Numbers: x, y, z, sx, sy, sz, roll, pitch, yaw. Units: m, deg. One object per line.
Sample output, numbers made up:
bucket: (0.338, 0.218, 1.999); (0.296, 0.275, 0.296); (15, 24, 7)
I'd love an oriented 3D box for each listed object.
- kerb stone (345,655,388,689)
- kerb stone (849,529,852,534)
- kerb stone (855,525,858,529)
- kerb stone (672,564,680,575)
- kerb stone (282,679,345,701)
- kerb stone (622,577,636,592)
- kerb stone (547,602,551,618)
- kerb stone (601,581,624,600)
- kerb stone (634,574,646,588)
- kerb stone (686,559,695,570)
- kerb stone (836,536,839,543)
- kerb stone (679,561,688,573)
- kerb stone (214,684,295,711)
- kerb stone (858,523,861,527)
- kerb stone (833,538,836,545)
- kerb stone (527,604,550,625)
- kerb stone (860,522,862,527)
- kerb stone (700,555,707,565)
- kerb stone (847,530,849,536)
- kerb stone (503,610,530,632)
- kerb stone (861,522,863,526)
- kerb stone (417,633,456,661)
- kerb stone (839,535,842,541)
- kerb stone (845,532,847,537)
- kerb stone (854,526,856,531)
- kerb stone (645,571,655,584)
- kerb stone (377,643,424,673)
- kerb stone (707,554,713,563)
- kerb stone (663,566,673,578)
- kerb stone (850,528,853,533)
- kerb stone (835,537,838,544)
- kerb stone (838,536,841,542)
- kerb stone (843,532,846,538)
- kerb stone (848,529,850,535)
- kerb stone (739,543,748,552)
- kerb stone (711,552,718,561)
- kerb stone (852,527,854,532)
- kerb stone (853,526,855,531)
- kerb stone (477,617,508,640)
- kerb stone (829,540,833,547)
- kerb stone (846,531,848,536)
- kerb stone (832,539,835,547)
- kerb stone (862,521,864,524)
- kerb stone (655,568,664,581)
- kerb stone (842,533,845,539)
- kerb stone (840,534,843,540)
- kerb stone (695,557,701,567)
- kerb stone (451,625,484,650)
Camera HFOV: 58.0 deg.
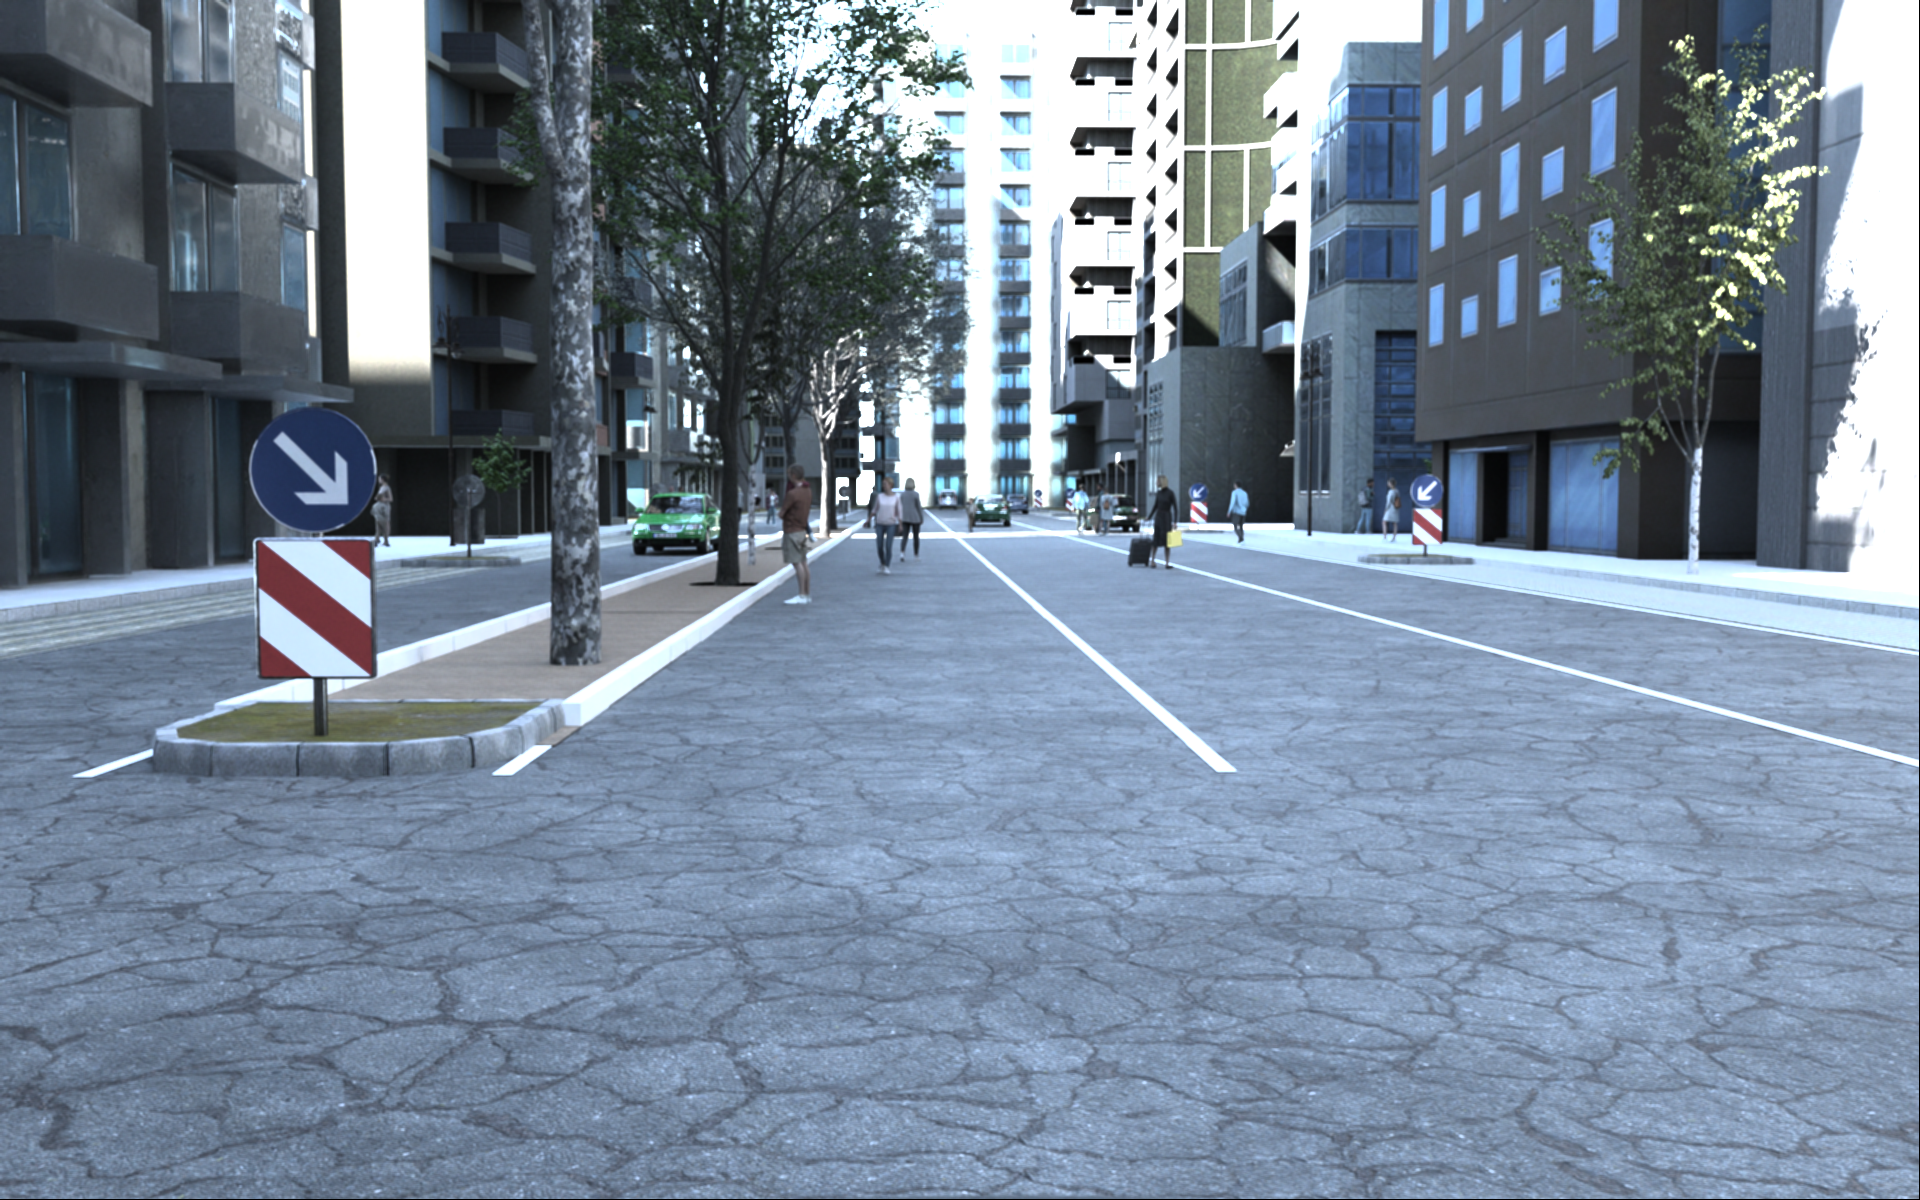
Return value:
kerb stone: (-4.564, 0.558, 13.126); (0.120, 0.150, 1.000); (0, 4, -2)
kerb stone: (-3.873, -2.258, 59.282); (0.120, 0.150, 1.000); (0, 4, -2)
kerb stone: (-4.088, -2.707, 66.460); (0.120, 0.150, 1.000); (0, 4, -2)
kerb stone: (-5.102, -0.511, 30.543); (0.120, 0.150, 1.000); (0, 4, -2)
kerb stone: (-4.540, 0.617, 12.104); (0.120, 0.150, 1.000); (0, 4, -2)
kerb stone: (-4.936, -0.197, 25.421); (0.120, 0.150, 1.000); (0, 4, -2)
kerb stone: (-4.784, 0.115, 20.312); (0.120, 0.150, 1.000); (0, 4, -2)
kerb stone: (-4.912, -0.130, 24.399); (0.120, 0.150, 1.000); (0, 4, -2)
kerb stone: (-4.973, -0.260, 26.453); (0.120, 0.150, 1.000); (0, 4, -2)
kerb stone: (-5.159, -0.636, 32.588); (0.120, 0.150, 1.000); (0, 4, -2)
kerb stone: (-3.567, -1.642, 49.037); (0.120, 0.150, 1.000); (0, 4, -2)
kerb stone: (-5.129, -0.569, 31.566); (0.120, 0.150, 1.000); (0, 4, -2)
kerb stone: (-4.505, 0.680, 11.072); (0.120, 0.150, 1.000); (0, 4, -2)
kerb stone: (-4.217, -2.957, 70.562); (0.120, 0.150, 1.000); (0, 4, -2)
kerb stone: (-3.502, -1.513, 46.990); (0.120, 0.150, 1.000); (0, 4, -2)
kerb stone: (-4.757, 0.178, 19.282); (0.120, 0.150, 1.000); (0, 4, -2)
kerb stone: (-4.287, -3.080, 72.605); (0.120, 0.150, 1.000); (0, 4, -2)
kerb stone: (-5.223, -0.761, 34.637); (0.120, 0.150, 1.000); (0, 4, -2)
kerb stone: (-3.812, -2.138, 57.237); (0.120, 0.150, 1.000); (0, 4, -2)
kerb stone: (-4.727, 0.241, 18.261); (0.120, 0.150, 1.000); (0, 4, -2)
kerb stone: (-4.320, -3.146, 73.627); (0.120, 0.150, 1.000); (0, 4, -2)
kerb stone: (-4.635, 0.429, 15.182); (0.120, 0.150, 1.000); (0, 4, -2)
kerb stone: (-3.622, -1.764, 51.096); (0.120, 0.150, 1.000); (0, 4, -2)
kerb stone: (-3.751, -2.018, 55.189); (0.120, 0.150, 1.000); (0, 4, -2)
kerb stone: (-4.031, -2.582, 64.410); (0.120, 0.150, 1.000); (0, 4, -2)
kerb stone: (-5.007, -0.323, 27.474); (0.120, 0.150, 1.000); (0, 4, -2)
kerb stone: (-4.607, 0.492, 14.157); (0.120, 0.150, 1.000); (0, 4, -2)
kerb stone: (-5.256, -0.821, 35.659); (0.120, 0.150, 1.000); (0, 4, -2)
kerb stone: (-5.070, -0.448, 29.521); (0.120, 0.150, 1.000); (0, 4, -2)
kerb stone: (-3.904, -2.331, 60.309); (0.120, 0.150, 1.000); (0, 4, -2)
kerb stone: (-3.532, -1.579, 48.012); (0.120, 0.150, 1.000); (0, 4, -2)
kerb stone: (-3.593, -1.699, 50.069); (0.120, 0.150, 1.000); (0, 4, -2)
kerb stone: (-3.715, -1.955, 54.162); (0.120, 0.150, 1.000); (0, 4, -2)
kerb stone: (-3.845, -2.206, 58.258); (0.120, 0.150, 1.000); (0, 4, -2)
kerb stone: (-5.505, -1.324, 43.854); (0.120, 0.150, 1.000); (0, 4, -2)
kerb stone: (-5.292, -0.886, 36.684); (0.120, 0.150, 1.000); (0, 4, -2)
kerb stone: (-3.972, -2.457, 62.364); (0.120, 0.150, 1.000); (0, 4, -2)
kerb stone: (-4.004, -2.519, 63.388); (0.120, 0.150, 1.000); (0, 4, -2)
kerb stone: (-4.699, 0.303, 17.236); (0.120, 0.150, 1.000); (0, 4, -2)
kerb stone: (-3.441, -1.390, 44.947); (0.120, 0.150, 1.000); (0, 4, -2)
kerb stone: (-3.781, -2.078, 56.211); (0.120, 0.150, 1.000); (0, 4, -2)
kerb stone: (-3.469, -1.454, 45.968); (0.120, 0.150, 1.000); (0, 4, -2)
kerb stone: (-4.377, -3.271, 75.671); (0.120, 0.150, 1.000); (0, 4, -2)
kerb stone: (-5.036, -0.385, 28.497); (0.120, 0.150, 1.000); (0, 4, -2)
kerb stone: (-3.686, -1.891, 53.140); (0.120, 0.150, 1.000); (0, 4, -2)
kerb stone: (-3.662, -1.830, 52.118); (0.120, 0.150, 1.000); (0, 4, -2)
kerb stone: (-5.189, -0.690, 33.610); (0.120, 0.150, 1.000); (0, 4, -2)
kerb stone: (-4.660, 0.366, 16.204); (0.120, 0.150, 1.000); (0, 4, -2)
